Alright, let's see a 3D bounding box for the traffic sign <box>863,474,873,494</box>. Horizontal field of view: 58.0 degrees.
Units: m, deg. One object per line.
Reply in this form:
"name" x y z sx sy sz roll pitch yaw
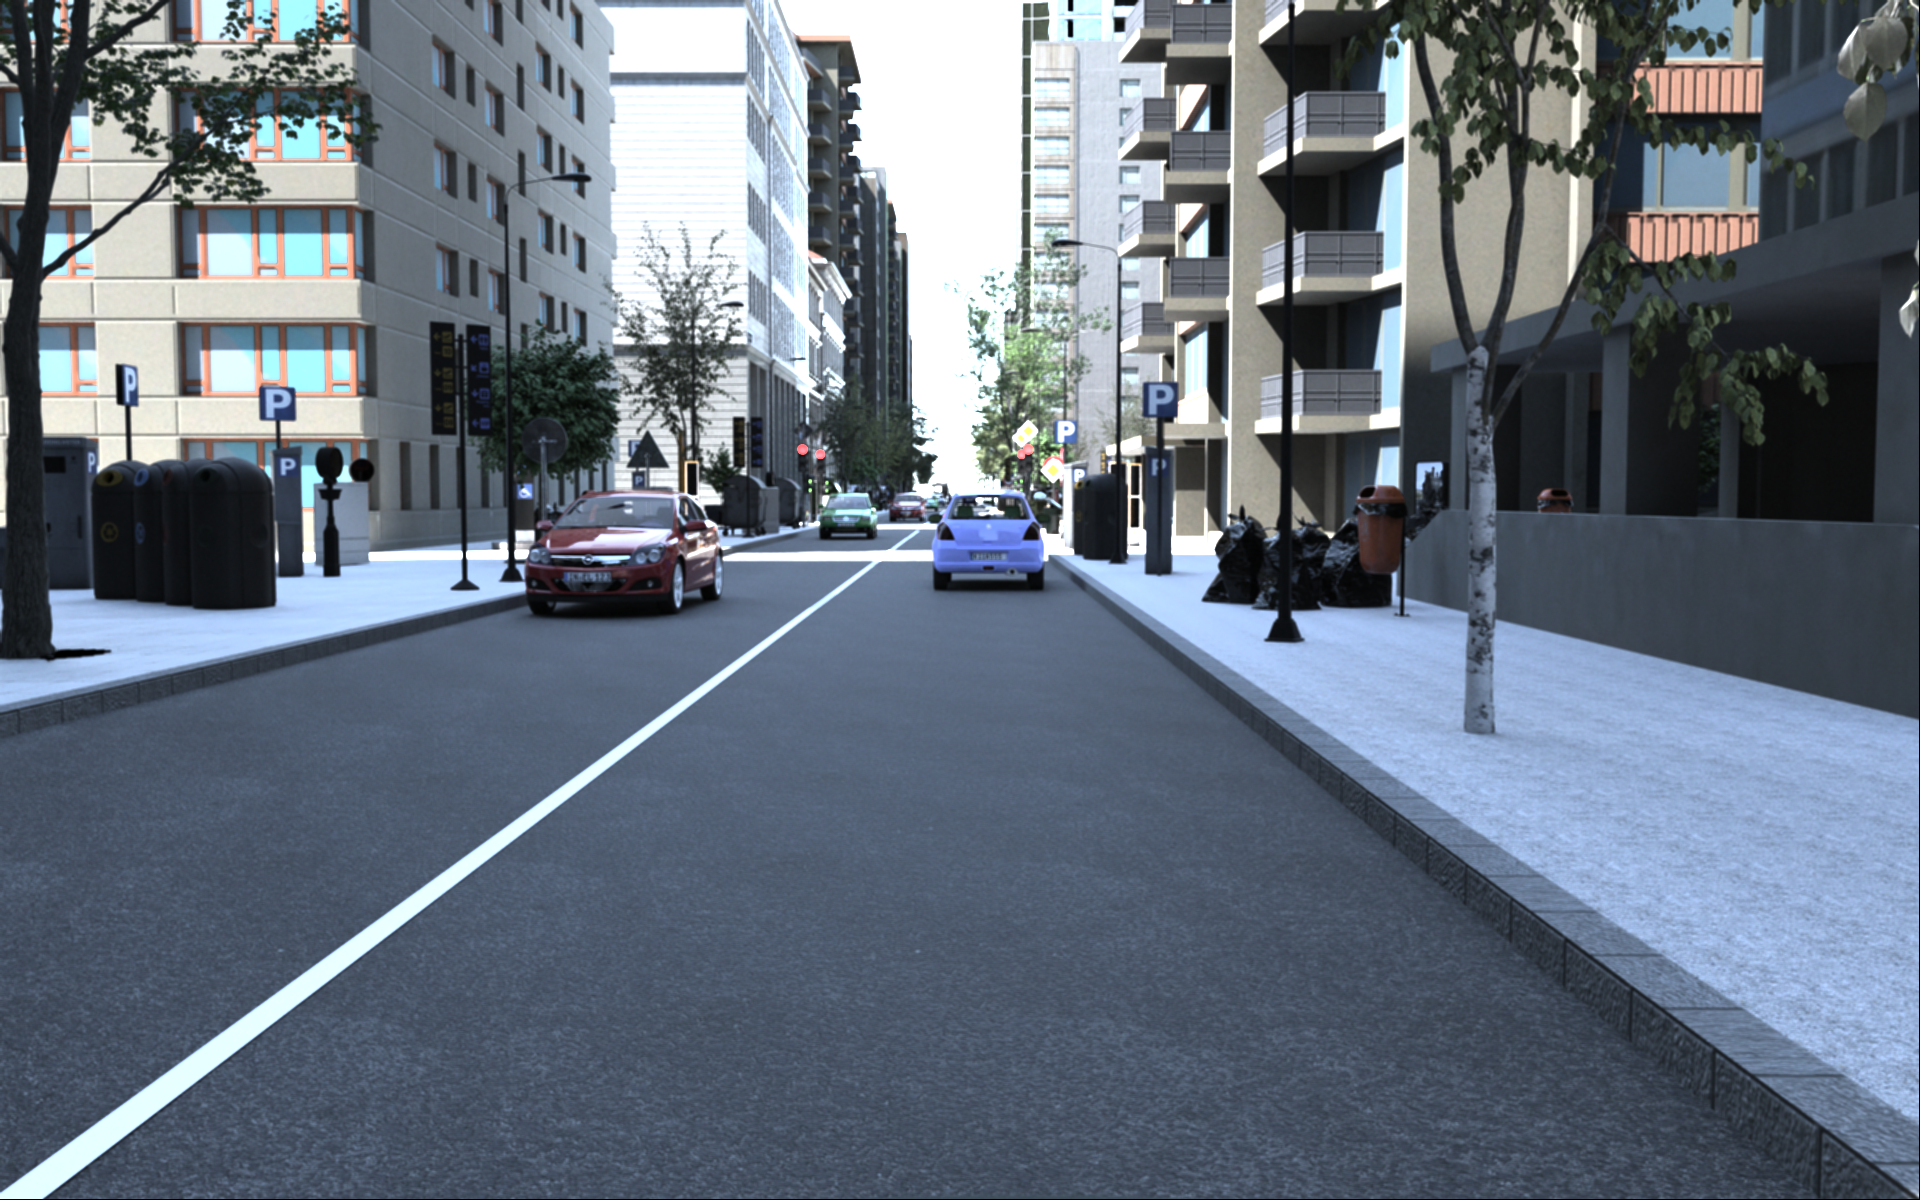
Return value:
"traffic sign" -6.022 -6.827 111.626 0.884 2.594 0.081 0 4 7

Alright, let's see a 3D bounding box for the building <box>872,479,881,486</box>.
"building" -25.149 -30.514 190.792 32.217 40.220 23.993 0 4 0

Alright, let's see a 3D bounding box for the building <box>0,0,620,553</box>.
"building" -27.283 -12.584 50.785 28.899 21.520 27.650 0 4 0

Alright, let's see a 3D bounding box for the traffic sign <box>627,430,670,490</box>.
"traffic sign" -6.351 -2.157 35.267 0.884 2.594 0.081 0 4 2

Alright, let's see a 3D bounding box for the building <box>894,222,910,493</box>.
"building" -15.343 -38.887 285.907 14.600 45.320 14.200 0 4 0

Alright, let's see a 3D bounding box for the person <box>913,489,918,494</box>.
"person" -3.822 -8.521 147.794 0.580 1.828 0.573 2 4 28

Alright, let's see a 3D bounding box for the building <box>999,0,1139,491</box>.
"building" 18.020 -59.883 291.764 22.319 86.520 31.000 0 4 0

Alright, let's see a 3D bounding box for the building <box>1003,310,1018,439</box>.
"building" 13.721 -30.537 270.980 14.160 30.474 14.107 0 4 0

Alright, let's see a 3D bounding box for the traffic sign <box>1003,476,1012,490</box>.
"traffic sign" 3.153 -6.839 111.917 0.768 2.556 0.104 1 4 10

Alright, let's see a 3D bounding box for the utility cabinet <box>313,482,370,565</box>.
"utility cabinet" -11.129 -1.375 31.158 0.318 1.500 1.173 1 4 17

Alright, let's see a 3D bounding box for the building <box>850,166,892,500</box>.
"building" -16.021 -32.179 209.728 14.154 41.232 14.086 0 4 0

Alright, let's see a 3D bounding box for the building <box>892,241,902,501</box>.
"building" -16.396 -35.983 271.920 14.154 41.232 14.086 0 4 0

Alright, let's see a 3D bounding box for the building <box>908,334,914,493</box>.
"building" -15.330 -32.369 300.932 14.160 30.474 14.107 0 4 0

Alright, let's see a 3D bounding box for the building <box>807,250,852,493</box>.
"building" -15.018 -18.394 136.900 11.583 22.565 21.152 0 4 0

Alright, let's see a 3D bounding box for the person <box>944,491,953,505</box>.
"person" -1.048 -9.813 169.619 1.217 1.739 0.721 -2 4 -33

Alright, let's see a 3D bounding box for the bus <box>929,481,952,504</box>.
"bus" -2.664 -15.357 245.949 2.948 3.499 13.247 0 4 2

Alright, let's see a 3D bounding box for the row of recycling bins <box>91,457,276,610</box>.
"row of recycling bins" -9.205 -0.820 20.520 3.534 1.692 1.069 3 5 42

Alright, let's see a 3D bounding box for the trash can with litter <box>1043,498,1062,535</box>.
"trash can with litter" 3.134 -2.611 54.081 1.055 1.170 0.624 1 4 20

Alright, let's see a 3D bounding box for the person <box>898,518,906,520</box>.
"person" -3.166 -5.022 94.884 0.640 1.303 0.475 2 4 35

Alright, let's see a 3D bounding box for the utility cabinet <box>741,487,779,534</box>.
"utility cabinet" -6.409 -2.870 55.603 1.173 1.500 0.318 -1 4 -21

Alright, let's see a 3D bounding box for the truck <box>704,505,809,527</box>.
"truck" -15.681 -4.966 70.952 18.799 4.110 2.967 0 4 1

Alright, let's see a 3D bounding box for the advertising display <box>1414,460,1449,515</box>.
"advertising display" 8.945 -1.693 32.895 0.123 1.923 0.974 -1 4 -18

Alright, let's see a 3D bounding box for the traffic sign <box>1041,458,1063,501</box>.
"traffic sign" 2.997 -3.344 55.861 0.795 2.450 0.064 0 4 3

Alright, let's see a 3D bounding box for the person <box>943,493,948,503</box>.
"person" -1.854 -12.970 222.029 0.593 1.643 0.415 -3 5 -44

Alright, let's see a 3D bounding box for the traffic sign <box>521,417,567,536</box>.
"traffic sign" -6.915 -1.756 28.815 0.768 2.556 0.104 0 4 2

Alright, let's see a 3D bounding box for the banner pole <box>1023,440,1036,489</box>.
"banner pole" 3.249 -5.530 80.427 0.863 3.779 0.401 -1 4 -19

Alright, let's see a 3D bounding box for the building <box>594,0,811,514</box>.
"building" -14.770 -19.181 91.109 11.434 29.767 29.804 0 4 0

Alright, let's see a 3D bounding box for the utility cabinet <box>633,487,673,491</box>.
"utility cabinet" -9.158 -2.633 51.735 1.173 1.500 0.318 1 4 19

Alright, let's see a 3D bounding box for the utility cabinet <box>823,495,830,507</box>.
"utility cabinet" -5.957 -4.086 77.971 0.306 1.237 1.020 0 4 5

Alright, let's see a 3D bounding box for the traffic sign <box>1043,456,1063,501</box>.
"traffic sign" 3.156 -3.547 58.095 0.768 2.556 0.104 1 4 9

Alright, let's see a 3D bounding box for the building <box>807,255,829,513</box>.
"building" -14.806 -15.425 116.824 10.561 19.102 19.286 0 4 0

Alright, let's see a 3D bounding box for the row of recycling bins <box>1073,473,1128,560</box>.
"row of recycling bins" 2.893 -1.724 35.307 1.069 1.692 3.534 0 3 0

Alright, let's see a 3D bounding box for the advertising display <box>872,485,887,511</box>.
"advertising display" -6.047 -7.693 130.991 0.974 1.923 0.123 0 4 6

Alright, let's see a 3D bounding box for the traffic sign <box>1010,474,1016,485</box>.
"traffic sign" 3.132 -5.794 94.840 0.768 2.556 0.104 1 4 9

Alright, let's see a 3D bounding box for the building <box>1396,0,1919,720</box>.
"building" 21.582 -19.678 13.619 32.217 40.220 23.993 0 4 0

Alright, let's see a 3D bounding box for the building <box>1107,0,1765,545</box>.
"building" 16.026 -24.052 47.869 22.147 44.769 28.867 0 4 0

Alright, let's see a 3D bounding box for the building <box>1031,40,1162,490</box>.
"building" 13.553 -29.149 160.176 14.154 41.232 14.086 0 4 0

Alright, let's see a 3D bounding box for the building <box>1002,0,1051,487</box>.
"building" 16.705 -49.768 251.961 20.563 71.187 20.611 0 4 0

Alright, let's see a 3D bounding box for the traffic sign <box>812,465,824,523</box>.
"traffic sign" -6.331 -4.681 76.537 0.884 2.594 0.081 0 4 3

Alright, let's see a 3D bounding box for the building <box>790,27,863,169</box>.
"building" -20.591 -31.121 163.446 22.147 44.769 28.867 0 4 0

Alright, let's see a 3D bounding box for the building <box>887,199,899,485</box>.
"building" -20.187 -36.409 249.908 22.147 44.769 28.867 0 4 0
